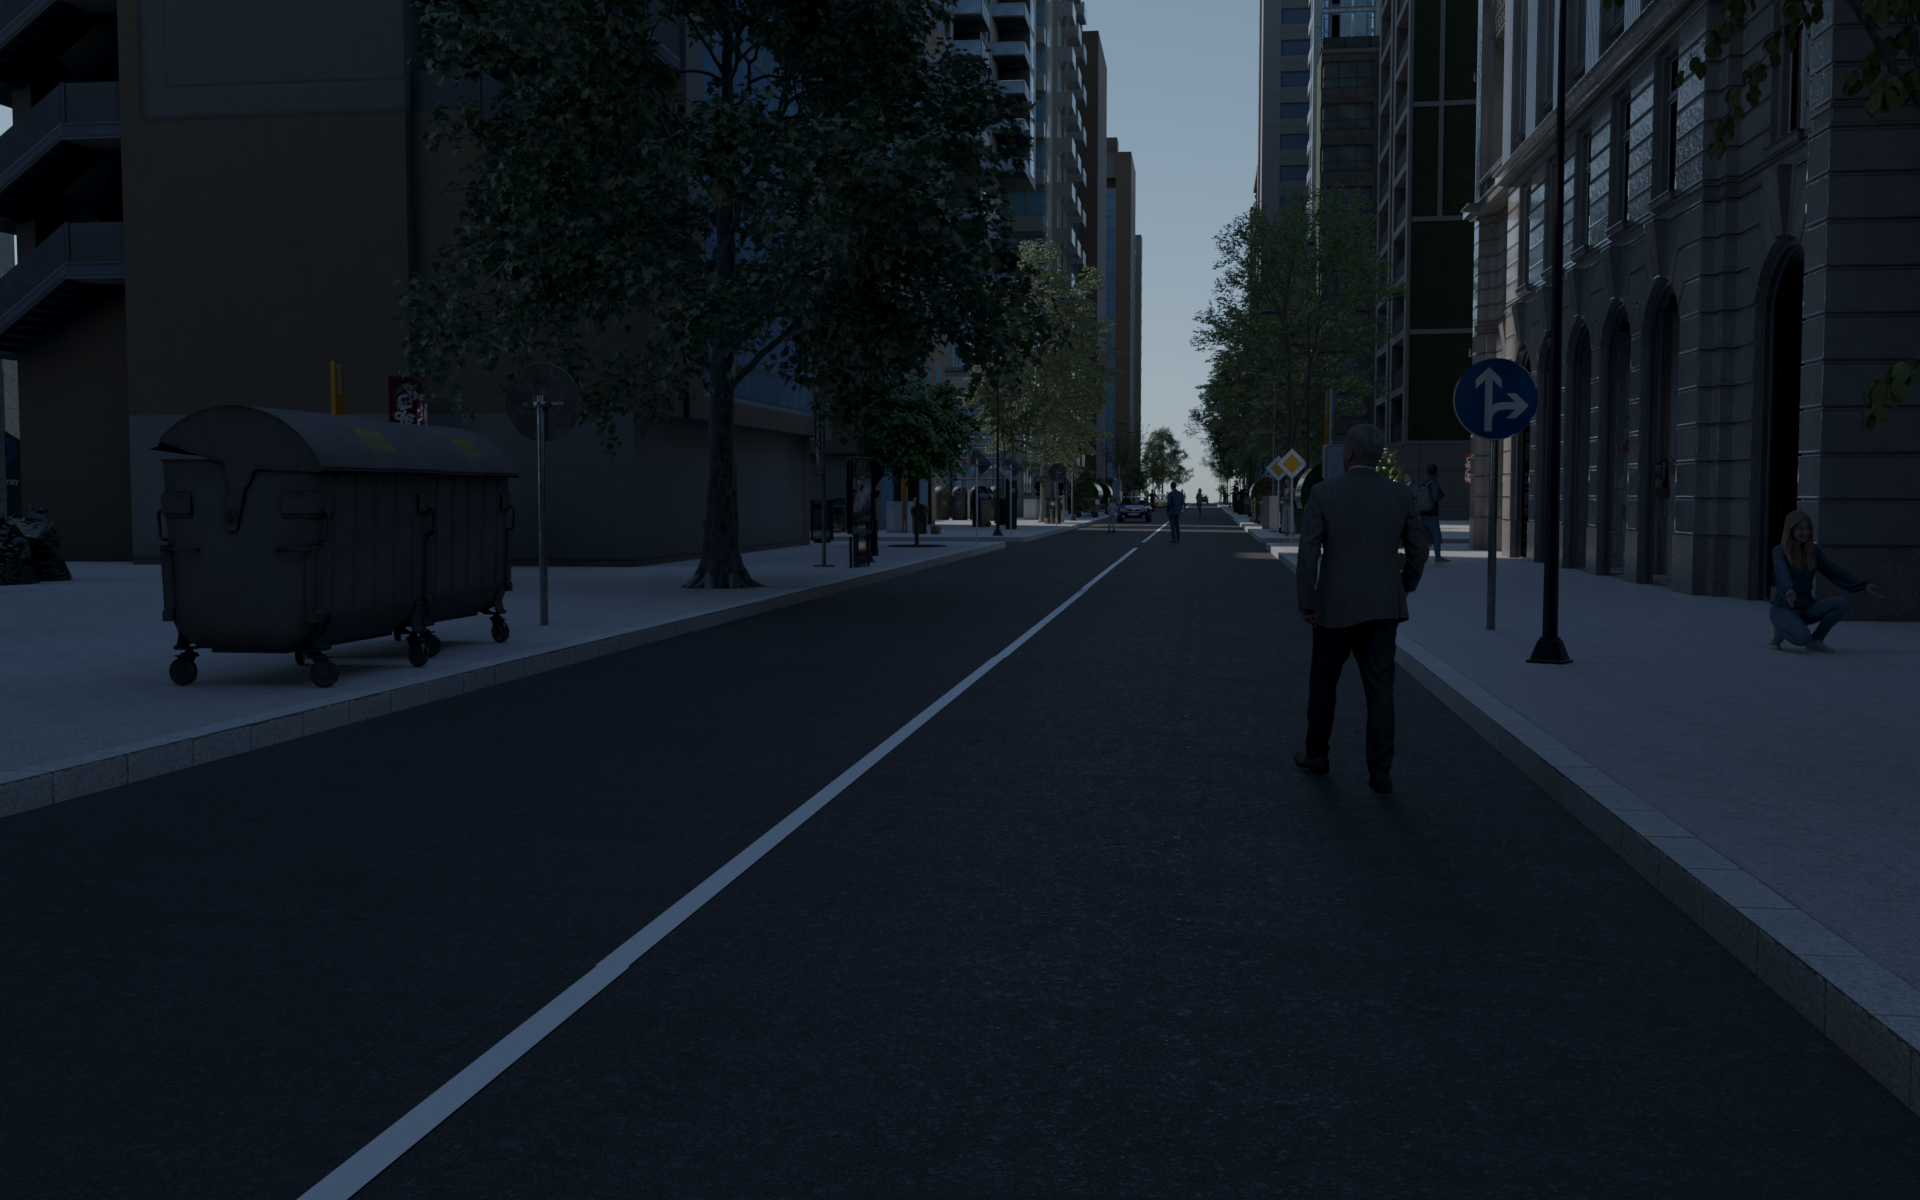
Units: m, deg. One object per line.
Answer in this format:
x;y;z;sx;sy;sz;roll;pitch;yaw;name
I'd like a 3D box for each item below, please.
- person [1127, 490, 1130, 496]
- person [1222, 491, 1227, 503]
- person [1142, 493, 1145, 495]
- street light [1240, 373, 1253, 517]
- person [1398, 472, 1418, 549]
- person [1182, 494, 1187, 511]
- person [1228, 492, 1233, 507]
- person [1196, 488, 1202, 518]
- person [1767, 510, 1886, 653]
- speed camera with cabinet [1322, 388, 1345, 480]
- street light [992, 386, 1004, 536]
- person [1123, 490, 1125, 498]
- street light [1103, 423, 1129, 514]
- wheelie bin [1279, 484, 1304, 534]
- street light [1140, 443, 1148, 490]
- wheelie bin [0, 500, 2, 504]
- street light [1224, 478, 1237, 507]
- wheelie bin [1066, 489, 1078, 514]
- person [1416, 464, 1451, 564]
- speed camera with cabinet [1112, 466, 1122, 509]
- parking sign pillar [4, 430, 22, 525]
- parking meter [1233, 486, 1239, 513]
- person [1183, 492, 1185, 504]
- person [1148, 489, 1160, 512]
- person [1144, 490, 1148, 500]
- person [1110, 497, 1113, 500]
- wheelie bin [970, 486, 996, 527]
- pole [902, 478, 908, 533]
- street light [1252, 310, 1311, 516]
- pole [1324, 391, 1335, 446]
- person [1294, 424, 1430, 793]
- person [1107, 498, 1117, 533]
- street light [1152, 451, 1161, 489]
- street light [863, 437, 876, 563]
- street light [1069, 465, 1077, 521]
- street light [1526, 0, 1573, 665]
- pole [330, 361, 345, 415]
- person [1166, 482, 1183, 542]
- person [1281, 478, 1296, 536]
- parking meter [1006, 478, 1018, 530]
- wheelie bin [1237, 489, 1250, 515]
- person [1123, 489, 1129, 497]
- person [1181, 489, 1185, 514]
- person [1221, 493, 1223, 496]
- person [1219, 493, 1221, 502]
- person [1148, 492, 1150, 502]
20.812;-12.631;213.286;0.721;1.735;1.217;-1;4;-16;person
35.123;-13.570;228.633;1.217;1.735;0.721;-2;4;-24;person
25.691;-14.308;239.981;1.348;1.824;0.705;3;5;39;person
11.453;-5.724;66.121;1.470;5.913;1.316;0;4;8;street light
10.390;-2.085;40.323;0.419;1.800;0.721;-2;4;-31;person
19.252;-8.584;149.784;0.756;1.711;0.436;2;4;27;person
26.606;-9.912;168.194;1.348;1.812;0.705;1;4;13;person
14.217;-5.791;103.363;0.537;1.800;0.526;-3;4;-37;person
6.978;-0.154;14.059;1.012;1.151;0.738;0;4;-8;person
7.088;-2.289;31.753;0.660;3.252;2.038;0;4;4;speed camera with cabinet
1.690;-4.910;52.813;1.470;5.913;1.316;0;4;8;street light
16.434;-10.309;175.377;0.721;1.735;1.217;-1;4;-21;person
10.099;-8.589;112.970;1.470;5.913;1.316;0;4;8;street light
10.692;-2.933;55.862;0.693;1.594;0.980;-2;4;-35;wheelie bin
16.509;-11.387;158.712;1.470;5.913;1.316;0;4;8;street light
-23.720;-2.087;42.037;0.693;1.594;0.980;-1;4;-15;wheelie bin
15.605;-7.564;96.206;1.470;5.913;1.316;0;4;8;street light
7.846;-6.869;120.220;0.693;1.594;0.980;1;4;14;wheelie bin
8.463;-1.542;31.238;0.713;1.824;0.794;0;4;0;person
11.030;-7.801;121.881;0.660;3.252;2.038;1;4;8;speed camera with cabinet
-32.051;-4.242;57.836;1.447;3.967;1.447;-3;5;-39;parking sign pillar
18.930;-6.906;118.618;0.399;1.863;0.255;0;4;1;parking meter
31.482;-14.298;243.194;0.530;1.710;0.541;2;4;30;person
15.058;-7.769;135.483;1.348;1.831;0.705;-2;4;-26;person
14.263;-7.598;133.454;0.721;1.736;1.217;0;4;-6;person
13.612;-9.281;157.802;0.705;1.822;1.348;1;4;22;person
0.817;-3.633;67.311;0.693;1.594;0.980;-3;5;-41;wheelie bin
-1.813;-3.866;57.059;0.158;3.312;0.155;0;3;0;pole
8.251;-4.357;43.770;1.470;5.913;1.316;0;4;8;street light
7.337;-2.483;34.436;0.158;3.312;0.155;0;3;0;pole
1.960;0.015;8.654;0.661;1.777;0.834;-1;4;-9;person
5.641;-3.164;64.505;0.425;1.301;0.394;-3;5;-44;person
20.888;-13.225;188.765;1.470;5.913;1.316;0;4;8;street light
-1.232;-3.651;32.232;1.470;5.913;1.316;0;4;8;street light
5.957;-6.749;82.883;1.470;5.913;1.316;0;4;8;street light
3.959;-2.481;13.102;1.470;5.913;1.316;0;4;8;street light
-9.534;-2.004;26.610;0.158;3.312;0.155;0;3;0;pole
6.388;-2.621;51.534;0.721;1.800;0.419;-3;5;-43;person
9.957;-2.817;52.643;0.362;1.759;0.519;-3;4;-38;person
1.873;-3.492;62.805;0.399;1.863;0.255;-1;4;-22;parking meter
17.699;-6.098;107.609;0.980;1.594;0.693;-2;4;-30;wheelie bin
15.262;-9.292;158.885;0.541;1.710;0.530;3;4;36;person
15.686;-6.945;122.394;0.374;1.781;0.599;2;4;33;person
37.880;-14.839;248.288;0.705;1.869;1.348;-3;4;-39;person
39.430;-15.431;261.600;0.557;1.426;1.065;-2;4;-31;person
23.698;-12.994;219.198;0.721;1.736;1.217;3;5;40;person
